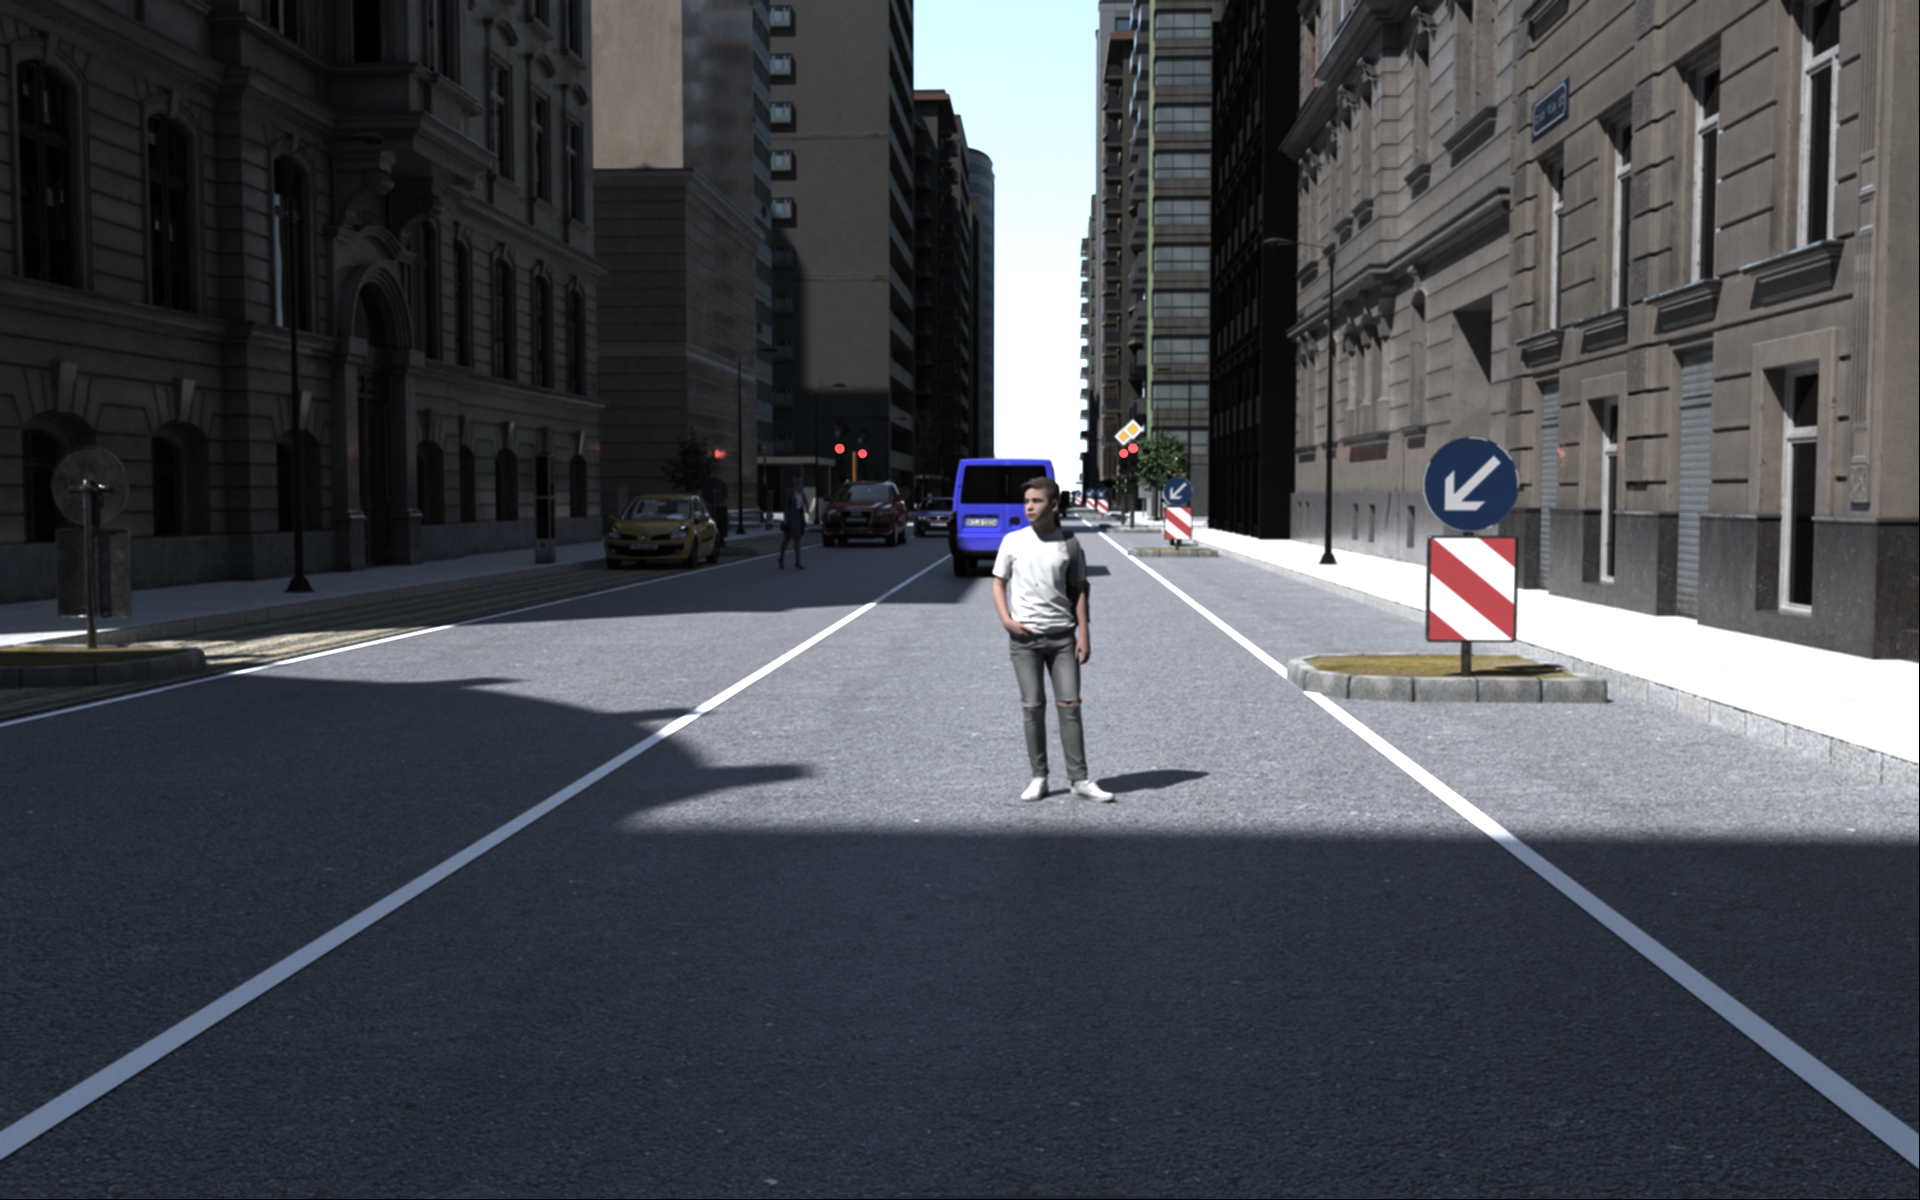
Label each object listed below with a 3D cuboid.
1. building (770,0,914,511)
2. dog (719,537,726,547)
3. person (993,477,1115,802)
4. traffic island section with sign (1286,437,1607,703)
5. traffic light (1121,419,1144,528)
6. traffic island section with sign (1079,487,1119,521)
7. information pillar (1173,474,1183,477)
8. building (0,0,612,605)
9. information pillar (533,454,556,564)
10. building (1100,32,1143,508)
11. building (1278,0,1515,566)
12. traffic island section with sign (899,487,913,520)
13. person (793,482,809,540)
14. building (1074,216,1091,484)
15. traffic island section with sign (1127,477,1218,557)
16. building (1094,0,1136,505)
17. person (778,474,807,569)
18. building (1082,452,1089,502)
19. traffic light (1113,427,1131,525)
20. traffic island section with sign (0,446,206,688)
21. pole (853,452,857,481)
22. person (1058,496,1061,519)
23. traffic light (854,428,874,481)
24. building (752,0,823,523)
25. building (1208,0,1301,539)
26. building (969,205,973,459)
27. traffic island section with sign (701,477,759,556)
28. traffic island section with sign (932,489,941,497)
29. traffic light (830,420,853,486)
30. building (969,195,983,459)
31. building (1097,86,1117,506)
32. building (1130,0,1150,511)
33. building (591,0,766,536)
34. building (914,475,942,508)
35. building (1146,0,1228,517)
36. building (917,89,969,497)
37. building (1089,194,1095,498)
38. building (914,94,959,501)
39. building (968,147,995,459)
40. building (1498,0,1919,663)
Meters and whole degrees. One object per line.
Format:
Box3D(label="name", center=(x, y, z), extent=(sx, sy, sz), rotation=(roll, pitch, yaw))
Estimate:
Box3D(label="building", center=(-14.641, -30.409, 120.882), extent=(21.300, 48.544, 21.600), rotation=(0, 4, 3))
Box3D(label="dog", center=(-6.079, -1.693, 44.516), extent=(0.513, 0.831, 0.800), rotation=(2, 4, 34))
Box3D(label="person", center=(0.436, 0.182, 8.121), extent=(0.503, 1.515, 0.523), rotation=(-2, 4, -33))
Box3D(label="traffic island section with sign", center=(3.493, -0.259, 12.856), extent=(1.989, 1.847, 2.006), rotation=(0, 4, 3))
Box3D(label="traffic light", center=(6.424, -4.633, 64.675), extent=(0.839, 4.253, 0.868), rotation=(0, 4, 3))
Box3D(label="traffic island section with sign", center=(7.655, -5.253, 94.508), extent=(1.989, 1.847, 2.006), rotation=(0, 4, 3))
Box3D(label="information pillar", center=(7.825, -3.534, 62.271), extent=(0.304, 2.012, 0.304), rotation=(0, 4, -2))
Box3D(label="building", center=(-15.723, -12.882, 29.699), extent=(14.460, 24.649, 34.723), rotation=(0, 4, 3))
Box3D(label="information pillar", center=(-7.691, -1.687, 32.074), extent=(0.304, 2.012, 0.304), rotation=(0, 4, 4))
Box3D(label="building", center=(24.645, -31.156, 164.028), extent=(22.147, 44.769, 28.867), rotation=(0, 4, 3))
Box3D(label="building", center=(14.792, -15.190, 35.745), extent=(14.401, 28.519, 23.554), rotation=(0, 4, 3))
Box3D(label="traffic island section with sign", center=(-3.009, -5.267, 94.747), extent=(1.989, 1.847, 2.006), rotation=(0, 4, 3))
Box3D(label="person", center=(-5.060, -2.792, 54.172), extent=(0.660, 1.820, 0.620), rotation=(-1, 4, -9))
Box3D(label="building", center=(31.286, -41.044, 290.669), extent=(23.786, 49.044, 30.456), rotation=(0, 4, 3))
Box3D(label="traffic island section with sign", center=(4.884, -1.927, 40.130), extent=(1.989, 1.847, 2.006), rotation=(0, 4, 3))
Box3D(label="building", center=(26.731, -40.724, 207.840), extent=(21.231, 58.520, 28.212), rotation=(0, 4, 3))
Box3D(label="person", center=(-3.225, -1.514, 33.270), extent=(0.581, 1.822, 0.654), rotation=(-3, 4, -37))
Box3D(label="building", center=(29.862, -57.873, 258.887), extent=(22.319, 86.520, 31.000), rotation=(0, 4, 3))
Box3D(label="traffic light", center=(6.831, -5.121, 72.650), extent=(0.839, 4.253, 0.868), rotation=(0, 4, 3))
Box3D(label="traffic island section with sign", center=(-7.149, -0.306, 13.639), extent=(1.989, 1.847, 2.006), rotation=(0, 4, 3))
Box3D(label="pole", center=(-5.034, -5.455, 83.024), extent=(0.158, 3.312, 0.155), rotation=(0, 3, 0))
Box3D(label="person", center=(5.532, -5.534, 99.212), extent=(0.641, 1.798, 0.478), rotation=(2, 4, 25))
Box3D(label="traffic light", center=(-4.067, -5.154, 73.187), extent=(0.839, 4.253, 0.868), rotation=(0, 4, 3))
Box3D(label="building", center=(-22.414, -24.042, 84.975), extent=(32.217, 40.220, 23.993), rotation=(0, 4, 3))
Box3D(label="building", center=(15.023, -13.834, 55.867), extent=(12.332, 23.373, 15.834), rotation=(0, 4, 3))
Box3D(label="building", center=(-5.550, -33.956, 238.779), extent=(14.154, 41.232, 14.086), rotation=(0, 4, 3))
Box3D(label="traffic island section with sign", center=(-5.784, -1.953, 40.560), extent=(1.989, 1.847, 2.006), rotation=(0, 4, 3))
Box3D(label="traffic island section with sign", center=(-1.625, -6.937, 122.049), extent=(1.989, 1.847, 2.006), rotation=(0, 4, 3))
Box3D(label="traffic light", center=(-4.474, -4.666, 65.212), extent=(0.839, 4.253, 0.868), rotation=(0, 4, 3))
Box3D(label="building", center=(-3.873, -36.856, 252.704), extent=(14.600, 45.320, 14.200), rotation=(0, 4, 3))
Box3D(label="building", center=(22.210, -32.807, 186.508), extent=(14.600, 45.320, 14.200), rotation=(0, 4, 3))
Box3D(label="building", center=(24.326, -31.285, 131.114), extent=(23.786, 49.044, 30.456), rotation=(0, 4, 3))
Box3D(label="building", center=(-17.527, -16.669, 58.448), extent=(20.117, 28.700, 13.634), rotation=(0, 4, 3))
Box3D(label="building", center=(-18.062, -28.691, 160.975), extent=(32.217, 40.220, 23.993), rotation=(0, 4, 3))
Box3D(label="building", center=(17.996, -25.555, 101.421), extent=(14.154, 41.232, 14.086), rotation=(0, 4, 3))
Box3D(label="building", center=(-10.032, -35.978, 211.948), extent=(21.300, 48.544, 21.600), rotation=(0, 4, 3))
Box3D(label="building", center=(24.825, -33.892, 237.724), extent=(14.154, 41.232, 14.086), rotation=(0, 4, 3))
Box3D(label="building", center=(-11.565, -32.556, 186.921), extent=(22.147, 44.769, 28.867), rotation=(0, 4, 3))
Box3D(label="building", center=(-5.139, -45.706, 289.297), extent=(21.231, 58.520, 28.212), rotation=(0, 4, 3))
Box3D(label="building", center=(12.664, -13.100, 11.451), extent=(12.463, 27.353, 25.104), rotation=(0, 4, 3))
